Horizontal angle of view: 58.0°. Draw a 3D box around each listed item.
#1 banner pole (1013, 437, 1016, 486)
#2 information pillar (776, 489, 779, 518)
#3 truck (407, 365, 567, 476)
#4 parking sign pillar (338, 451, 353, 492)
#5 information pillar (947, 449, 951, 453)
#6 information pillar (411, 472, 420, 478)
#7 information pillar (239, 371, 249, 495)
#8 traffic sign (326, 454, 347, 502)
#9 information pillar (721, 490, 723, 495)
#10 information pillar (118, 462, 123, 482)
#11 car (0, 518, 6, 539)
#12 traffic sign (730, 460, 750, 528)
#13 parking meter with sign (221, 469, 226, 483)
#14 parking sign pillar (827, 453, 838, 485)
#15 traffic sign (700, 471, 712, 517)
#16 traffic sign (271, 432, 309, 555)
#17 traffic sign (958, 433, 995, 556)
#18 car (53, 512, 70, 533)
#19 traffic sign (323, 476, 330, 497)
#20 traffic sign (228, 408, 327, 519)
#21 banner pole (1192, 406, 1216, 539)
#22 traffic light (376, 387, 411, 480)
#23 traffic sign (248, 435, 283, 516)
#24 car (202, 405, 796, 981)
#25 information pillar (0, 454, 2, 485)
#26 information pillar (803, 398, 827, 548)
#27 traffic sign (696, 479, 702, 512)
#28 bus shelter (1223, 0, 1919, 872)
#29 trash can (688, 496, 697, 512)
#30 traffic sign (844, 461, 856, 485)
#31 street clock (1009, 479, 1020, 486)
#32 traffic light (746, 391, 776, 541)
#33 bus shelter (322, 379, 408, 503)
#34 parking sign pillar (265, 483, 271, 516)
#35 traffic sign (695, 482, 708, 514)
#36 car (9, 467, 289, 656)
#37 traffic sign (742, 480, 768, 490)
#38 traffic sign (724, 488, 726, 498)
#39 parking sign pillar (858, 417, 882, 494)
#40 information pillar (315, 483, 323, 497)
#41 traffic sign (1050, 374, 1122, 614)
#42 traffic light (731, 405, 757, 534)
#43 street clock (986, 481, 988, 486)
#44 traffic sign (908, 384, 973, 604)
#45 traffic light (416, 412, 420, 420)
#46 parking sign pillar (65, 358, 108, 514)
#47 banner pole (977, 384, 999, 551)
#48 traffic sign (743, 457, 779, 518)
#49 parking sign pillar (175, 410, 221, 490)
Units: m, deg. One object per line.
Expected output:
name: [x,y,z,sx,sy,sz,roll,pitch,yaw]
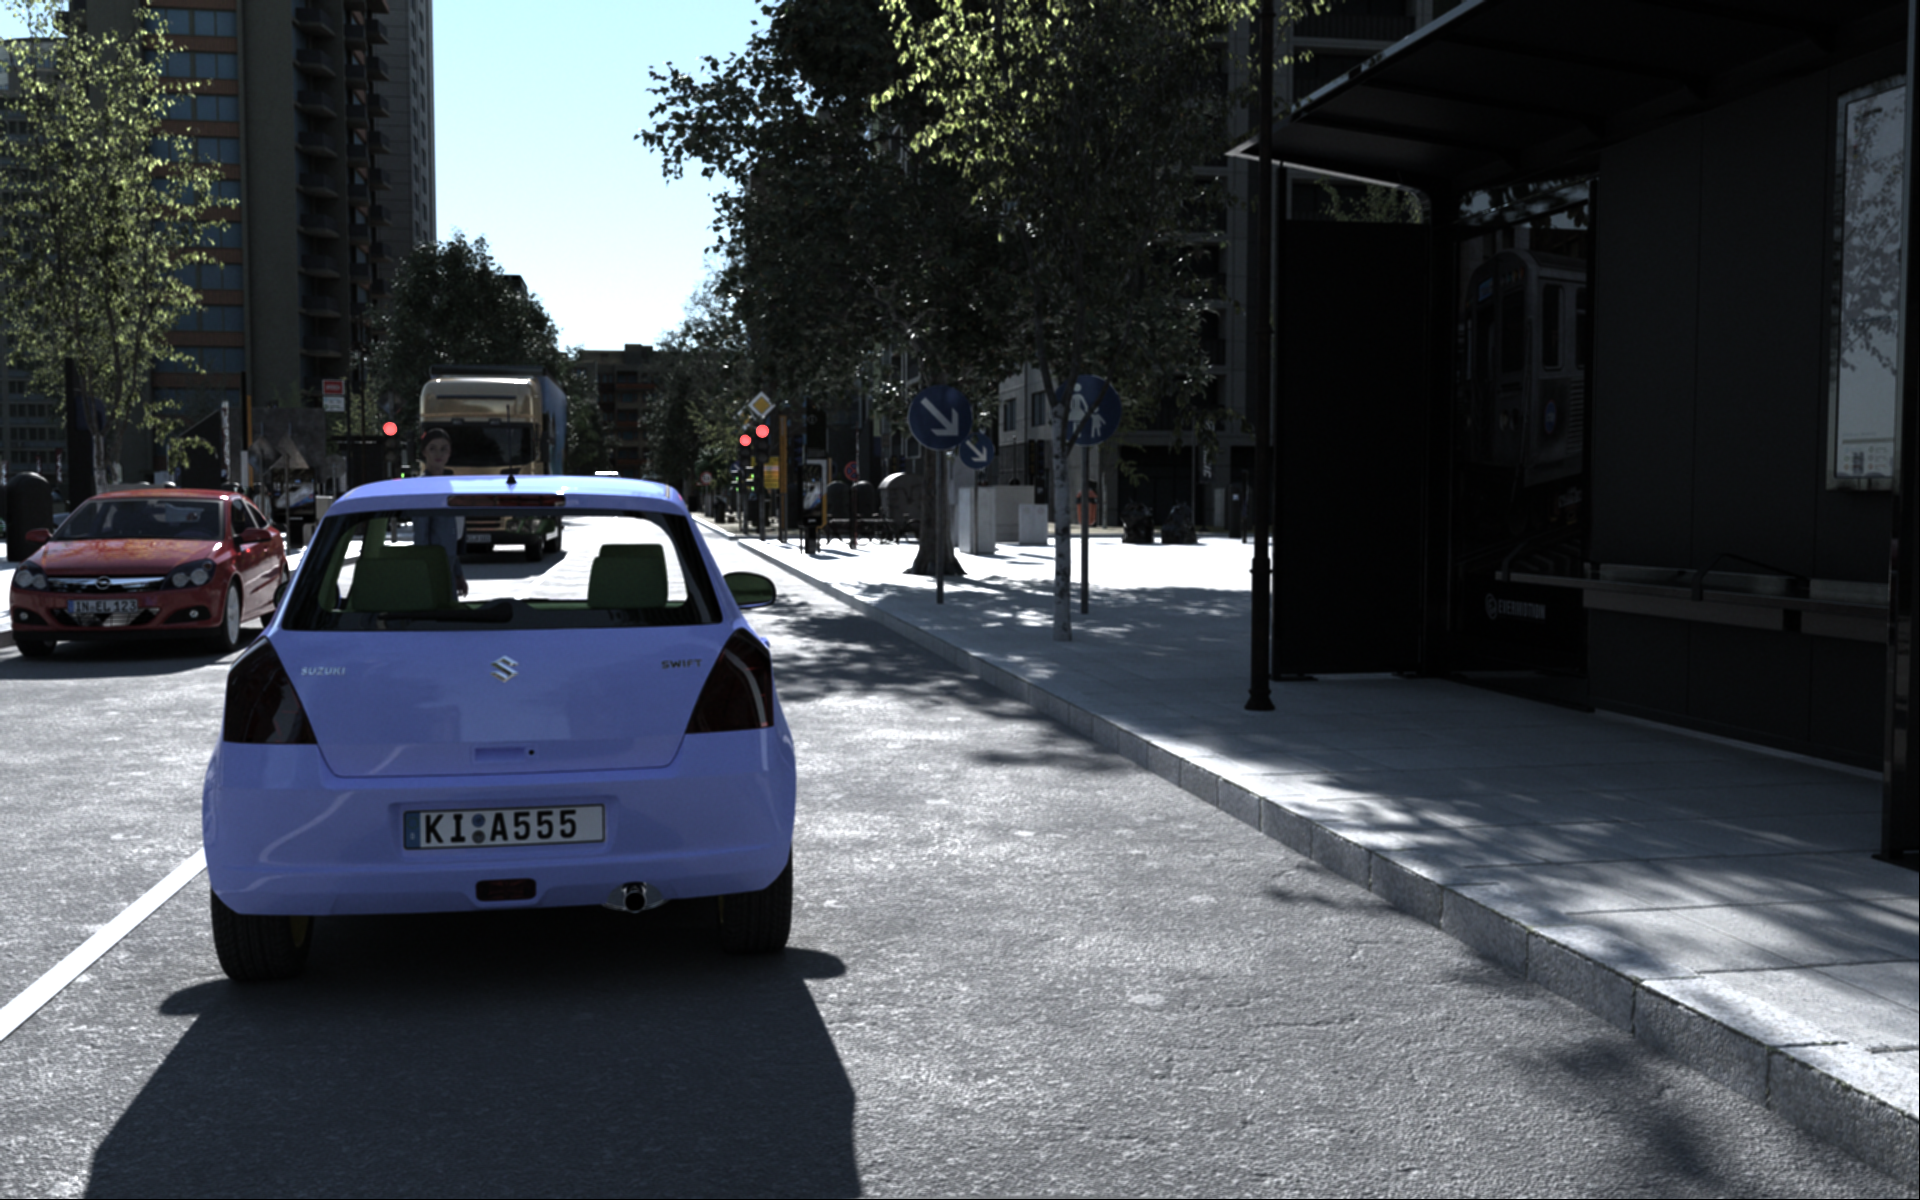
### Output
banner pole: [2.391,-5.254,75.912,0.401,3.779,0.863,0,4,1]
information pillar: [-9.683,-5.418,93.069,0.304,2.012,0.304,3,5,41]
truck: [-10.618,-3.123,39.968,2.839,4.237,11.283,-1,4,-10]
parking sign pillar: [-35.094,-6.769,99.140,1.447,3.967,1.447,3,5,40]
information pillar: [-0.469,-4.829,70.305,0.183,3.616,0.504,-3,4,-38]
information pillar: [-18.066,-3.260,57.801,0.304,2.012,0.304,2,4,35]
information pillar: [-13.736,-2.563,33.257,0.183,3.616,0.504,-2,4,-28]
traffic sign: [-20.037,-3.388,55.494,0.768,2.556,0.104,0,4,-5]
information pillar: [-17.662,-8.365,128.123,0.183,3.616,0.504,1,4,20]
information pillar: [-59.082,-7.987,121.948,0.504,3.616,0.183,2,4,32]
car: [-28.509,-2.342,47.094,4.718,1.807,1.959,-1,4,-12]
traffic sign: [-8.262,-3.976,65.121,0.768,2.556,0.104,0,4,-8]
parking meter with sign: [-52.585,-7.729,122.631,1.738,3.016,0.543,2,4,34]
parking sign pillar: [-7.585,-6.898,101.257,1.447,3.967,1.447,1,4,20]
traffic sign: [-14.158,-5.917,96.842,0.768,2.556,0.104,0,4,-2]
traffic sign: [-14.026,-2.209,36.115,0.884,2.594,0.081,0,4,-8]
traffic sign: [0.336,-2.197,36.026,0.768,2.556,0.104,-1,4,-8]
car: [-22.981,-2.157,47.267,4.499,1.417,2.014,-1,4,-11]
traffic sign: [-21.433,-3.567,58.420,0.768,2.556,0.104,0,4,-3]
traffic sign: [-16.104,-2.873,40.848,2.265,3.308,0.079,0,4,-4]
banner pole: [6.880,-3.625,49.281,0.863,3.779,0.401,0,4,3]
traffic light: [-14.864,-3.456,45.429,0.839,4.253,0.868,-1,4,-10]
traffic sign: [-13.686,-2.006,33.981,0.795,2.450,0.064,0,4,-4]
car: [-1.624,0.188,6.522,1.945,1.707,3.694,-1,4,-12]
information pillar: [-56.903,-6.806,102.625,0.504,3.616,0.183,2,4,27]
information pillar: [-3.443,-3.062,41.421,0.504,3.616,0.183,0,4,-2]
traffic sign: [-18.439,-7.552,123.587,0.768,2.556,0.104,0,4,-8]
bus shelter: [3.175,-1.081,8.955,1.731,3.624,6.357,-1,4,-10]
trash can: [-18.952,-6.796,122.766,0.748,1.137,0.748,0,3,0]
traffic sign: [-4.066,-4.066,66.583,0.768,2.556,0.104,-1,4,-9]
street clock: [2.531,-4.659,80.743,0.471,2.002,0.358,-1,4,-11]
traffic light: [-5.410,-3.562,47.160,0.839,4.253,0.868,-1,4,-10]
bus shelter: [-21.660,-5.242,63.345,2.179,5.291,8.768,-1,4,-10]
parking sign pillar: [-41.387,-6.982,102.634,1.447,3.967,1.447,3,4,37]
traffic sign: [-16.337,-6.716,109.811,0.884,2.594,0.081,0,4,-2]
car: [-7.731,-0.474,16.794,2.155,1.783,4.494,-1,4,-12]
traffic sign: [-13.629,-7.341,113.906,2.265,3.308,0.079,0,4,-6]
traffic sign: [-17.650,-7.951,130.110,0.768,2.556,0.104,-1,4,-9]
parking sign pillar: [-3.081,-4.298,58.746,1.447,3.967,1.447,-1,4,-22]
information pillar: [-25.029,-3.859,67.594,0.304,2.012,0.304,1,4,18]
traffic sign: [1.336,-1.125,18.493,0.768,2.556,0.104,0,4,-1]
traffic light: [-6.841,-4.043,55.017,0.839,4.253,0.868,-1,4,-10]
street clock: [1.393,-5.569,95.628,0.358,2.002,0.471,1,4,11]
traffic sign: [-0.232,-1.231,20.226,0.768,2.556,0.104,0,4,-7]
traffic light: [-16.295,-3.937,53.285,0.839,4.253,0.868,-1,4,-10]
parking sign pillar: [-17.589,-2.842,34.935,1.447,3.967,1.447,-1,4,-12]
banner pole: [0.583,-3.026,39.498,0.401,3.779,0.863,-2,4,-29]
traffic sign: [-10.399,-6.014,92.208,2.265,3.308,0.079,0,4,-6]
parking sign pillar: [-24.207,-4.070,55.024,1.447,3.967,1.447,3,5,41]
